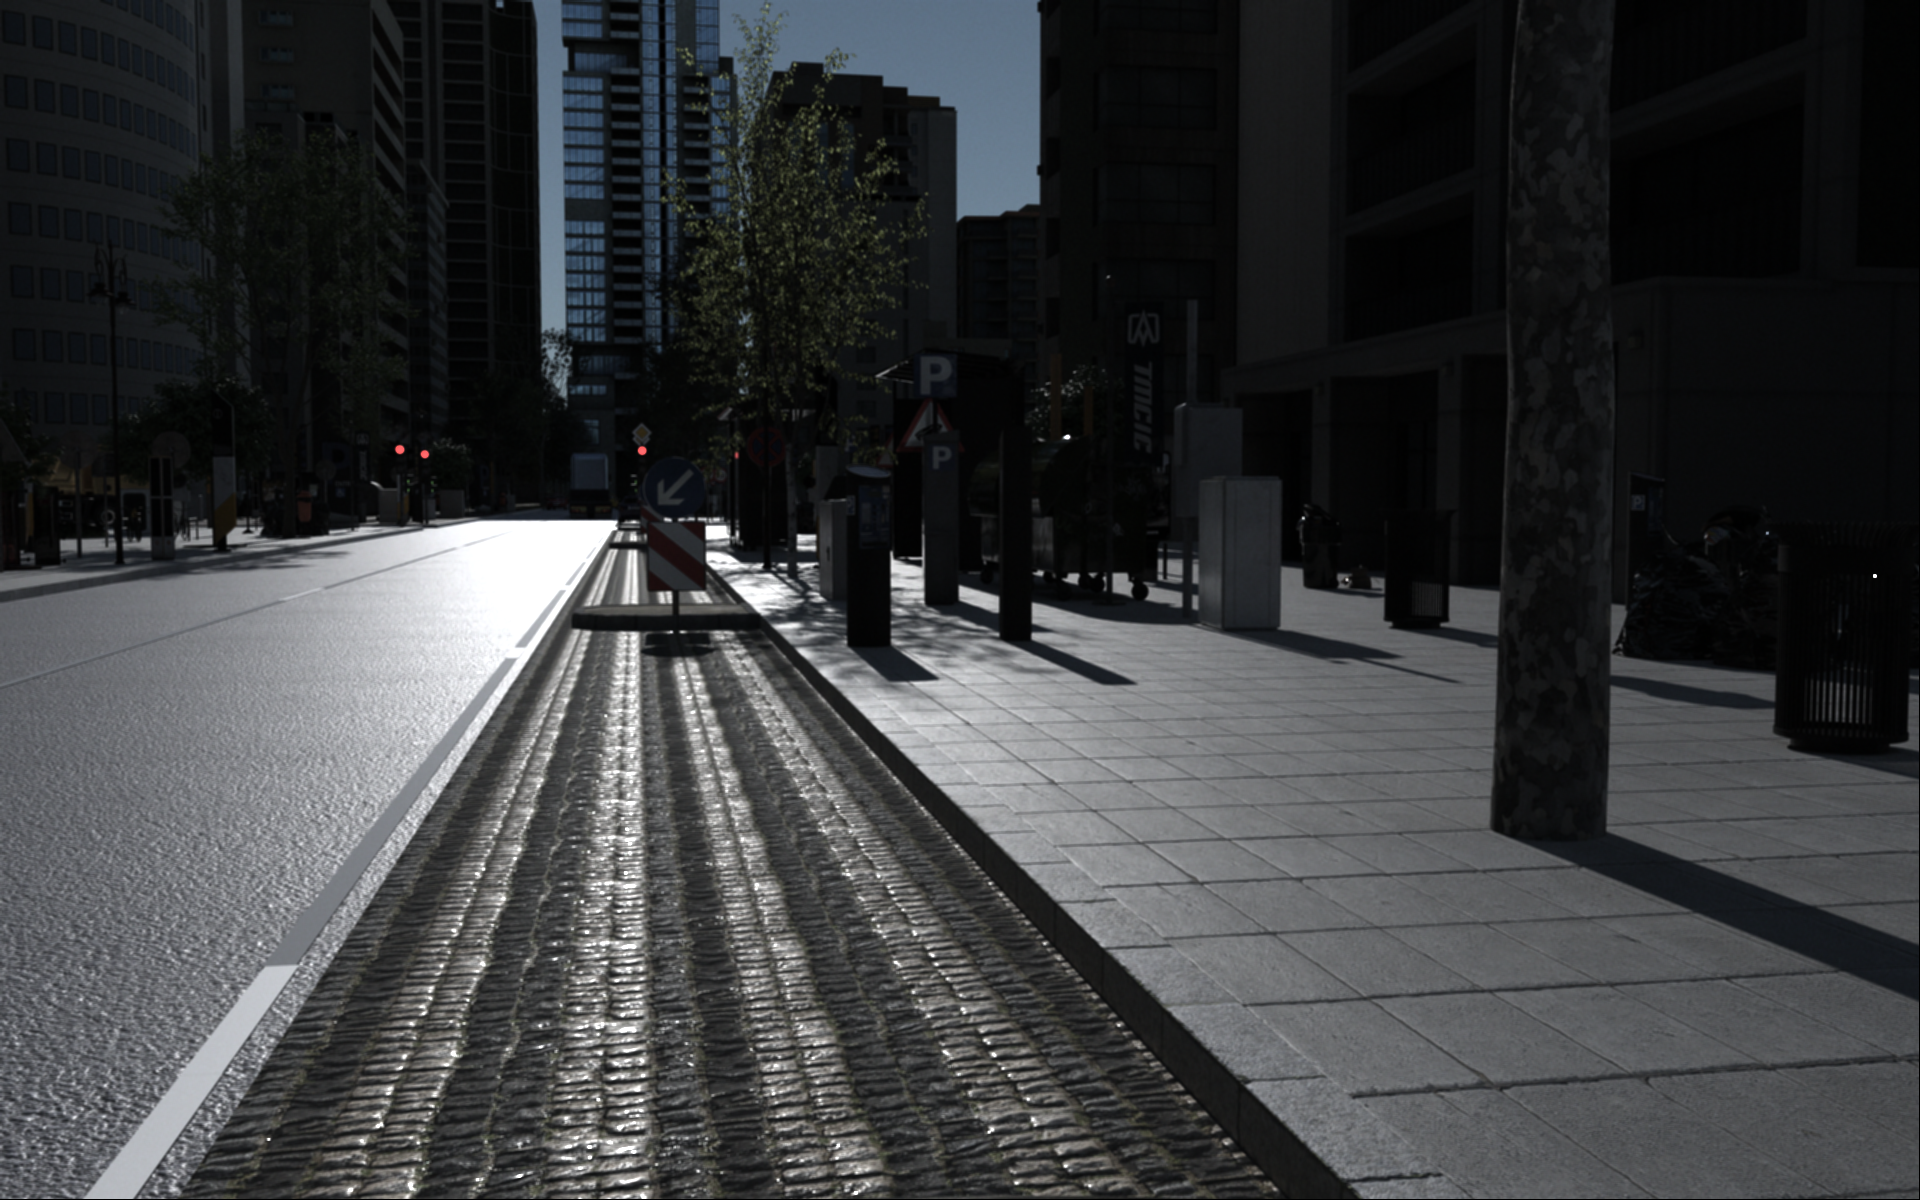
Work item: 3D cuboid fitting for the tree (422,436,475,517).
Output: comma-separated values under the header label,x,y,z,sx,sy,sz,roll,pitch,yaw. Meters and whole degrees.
label,x,y,z,sx,sy,sz,roll,pitch,yaw
tree,-28.969,-6.957,97.459,4.285,4.588,4.351,0,3,0

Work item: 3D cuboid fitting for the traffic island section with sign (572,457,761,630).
label,x,y,z,sx,sy,sz,roll,pitch,yaw
traffic island section with sign,-3.266,-0.642,19.129,1.989,1.847,2.006,-1,4,-11

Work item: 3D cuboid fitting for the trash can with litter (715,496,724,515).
label,x,y,z,sx,sy,sz,roll,pitch,yaw
trash can with litter,-14.414,-5.708,104.718,0.624,1.170,1.055,1,4,15

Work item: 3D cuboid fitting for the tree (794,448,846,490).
label,x,y,z,sx,sy,sz,roll,pitch,yaw
tree,-10.240,-8.447,121.828,4.285,4.588,4.351,0,3,0

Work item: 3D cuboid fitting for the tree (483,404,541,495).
label,x,y,z,sx,sy,sz,roll,pitch,yaw
tree,-34.548,-11.151,132.677,4.360,8.622,3.978,0,3,0

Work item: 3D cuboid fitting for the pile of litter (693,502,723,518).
label,x,y,z,sx,sy,sz,roll,pitch,yaw
pile of litter,-13.749,-4.909,94.226,1.719,0.858,1.176,2,4,33

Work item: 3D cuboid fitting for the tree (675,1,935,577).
label,x,y,z,sx,sy,sz,roll,pitch,yaw
tree,-2.544,-4.649,26.381,4.360,8.622,3.978,0,3,0

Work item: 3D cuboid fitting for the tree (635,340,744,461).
label,x,y,z,sx,sy,sz,roll,pitch,yaw
tree,-17.913,-11.566,114.860,9.928,11.665,9.643,0,3,0

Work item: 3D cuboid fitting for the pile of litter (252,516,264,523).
label,x,y,z,sx,sy,sz,roll,pitch,yaw
pile of litter,-30.954,-3.906,77.828,1.719,0.858,1.176,-1,4,-14

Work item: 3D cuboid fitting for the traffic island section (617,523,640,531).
label,x,y,z,sx,sy,sz,roll,pitch,yaw
traffic island section,-12.467,-2.811,68.239,2.009,0.180,2.903,-1,4,-11

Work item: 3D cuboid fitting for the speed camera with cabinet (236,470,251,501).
label,x,y,z,sx,sy,sz,roll,pitch,yaw
speed camera with cabinet,-43.071,-6.712,104.071,0.660,3.252,2.038,0,4,-4

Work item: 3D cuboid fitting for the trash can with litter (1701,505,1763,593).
label,x,y,z,sx,sy,sz,roll,pitch,yaw
trash can with litter,7.644,-0.372,17.477,0.624,1.170,1.055,0,4,2

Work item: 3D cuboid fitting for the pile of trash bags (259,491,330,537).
label,x,y,z,sx,sy,sz,roll,pitch,yaw
pile of trash bags,-20.411,-2.670,53.413,1.912,1.369,3.447,-2,4,-29

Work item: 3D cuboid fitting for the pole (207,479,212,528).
label,x,y,z,sx,sy,sz,roll,pitch,yaw
pole,-28.076,-4.339,64.780,0.158,3.312,0.155,0,3,0

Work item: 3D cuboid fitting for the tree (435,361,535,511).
label,x,y,z,sx,sy,sz,roll,pitch,yaw
tree,-33.765,-11.505,122.523,8.767,10.594,7.601,2,4,35

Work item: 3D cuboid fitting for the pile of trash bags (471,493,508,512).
label,x,y,z,sx,sy,sz,roll,pitch,yaw
pile of trash bags,-33.928,-7.141,126.502,1.912,1.369,3.447,-3,4,-36

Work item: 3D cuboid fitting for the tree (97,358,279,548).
label,x,y,z,sx,sy,sz,roll,pitch,yaw
tree,-18.145,-3.569,42.061,4.285,4.588,4.351,0,3,0

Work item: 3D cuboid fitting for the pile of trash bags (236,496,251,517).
label,x,y,z,sx,sy,sz,roll,pitch,yaw
pile of trash bags,-40.223,-5.278,96.048,1.912,1.369,3.447,1,4,10

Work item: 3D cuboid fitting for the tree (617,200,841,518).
label,x,y,z,sx,sy,sz,roll,pitch,yaw
tree,-7.480,-7.433,55.947,7.601,10.594,8.767,-1,4,-22

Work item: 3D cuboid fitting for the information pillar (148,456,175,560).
label,x,y,z,sx,sy,sz,roll,pitch,yaw
information pillar,-15.511,-1.783,33.650,0.304,2.012,0.304,1,4,17

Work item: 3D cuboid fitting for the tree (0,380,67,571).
label,x,y,z,sx,sy,sz,roll,pitch,yaw
tree,-16.050,-2.127,29.371,1.663,3.219,1.824,0,3,0

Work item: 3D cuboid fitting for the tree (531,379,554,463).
label,x,y,z,sx,sy,sz,roll,pitch,yaw
tree,-37.192,-13.298,143.176,9.928,11.665,9.643,0,3,0

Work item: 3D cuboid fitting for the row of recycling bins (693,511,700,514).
label,x,y,z,sx,sy,sz,roll,pitch,yaw
row of recycling bins,-17.637,-6.383,111.479,1.069,1.692,3.534,-2,4,-29

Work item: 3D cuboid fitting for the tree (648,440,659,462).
label,x,y,z,sx,sy,sz,roll,pitch,yaw
tree,-20.025,-10.522,122.401,4.360,8.622,3.978,0,3,0

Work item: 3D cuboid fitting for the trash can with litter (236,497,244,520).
label,x,y,z,sx,sy,sz,roll,pitch,yaw
trash can with litter,-36.315,-4.553,85.495,1.678,1.210,2.233,2,4,30

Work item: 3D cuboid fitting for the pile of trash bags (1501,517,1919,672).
label,x,y,z,sx,sy,sz,roll,pitch,yaw
pile of trash bags,5.748,-0.213,13.228,3.447,1.369,1.912,-1,4,-13

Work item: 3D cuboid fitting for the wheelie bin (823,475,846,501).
label,x,y,z,sx,sy,sz,roll,pitch,yaw
wheelie bin,-1.876,-1.281,28.851,0.980,1.594,0.693,3,5,40

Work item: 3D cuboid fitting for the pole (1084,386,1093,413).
label,x,y,z,sx,sy,sz,roll,pitch,yaw
pole,2.422,-2.381,32.771,0.158,3.312,0.155,0,3,0

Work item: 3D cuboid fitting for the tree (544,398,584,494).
label,x,y,z,sx,sy,sz,roll,pitch,yaw
tree,-50.369,-18.853,218.611,12.009,13.543,11.850,0,3,0

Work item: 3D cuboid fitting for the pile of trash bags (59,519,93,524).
label,x,y,z,sx,sy,sz,roll,pitch,yaw
pile of trash bags,-39.259,-3.976,74.762,3.447,1.369,1.912,1,4,10

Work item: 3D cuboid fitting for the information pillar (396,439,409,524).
label,x,y,z,sx,sy,sz,roll,pitch,yaw
information pillar,-23.695,-5.030,73.590,0.504,3.616,0.183,-3,5,-39

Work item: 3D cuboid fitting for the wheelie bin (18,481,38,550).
label,x,y,z,sx,sy,sz,roll,pitch,yaw
wheelie bin,-21.726,-1.972,40.156,0.980,1.594,0.693,-2,4,-31

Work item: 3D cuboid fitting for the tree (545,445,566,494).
label,x,y,z,sx,sy,sz,roll,pitch,yaw
tree,-47.765,-15.385,201.908,4.360,8.622,3.978,0,3,0

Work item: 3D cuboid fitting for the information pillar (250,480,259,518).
label,x,y,z,sx,sy,sz,roll,pitch,yaw
information pillar,-37.083,-5.295,91.068,0.304,2.012,0.304,-3,5,-43

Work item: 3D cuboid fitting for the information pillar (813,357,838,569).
label,x,y,z,sx,sy,sz,roll,pitch,yaw
information pillar,-2.305,-2.355,29.858,0.183,3.616,0.504,3,4,38

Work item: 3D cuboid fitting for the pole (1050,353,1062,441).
label,x,y,z,sx,sy,sz,roll,pitch,yaw
pole,1.394,-1.920,25.230,0.158,3.312,0.155,0,3,0

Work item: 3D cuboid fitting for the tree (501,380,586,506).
label,x,y,z,sx,sy,sz,roll,pitch,yaw
tree,-46.479,-17.462,192.154,9.857,13.997,8.962,0,3,0

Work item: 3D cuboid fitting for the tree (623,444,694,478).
label,x,y,z,sx,sy,sz,roll,pitch,yaw
tree,-36.650,-18.143,213.641,9.611,12.733,9.660,0,3,0

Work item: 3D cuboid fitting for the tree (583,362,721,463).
label,x,y,z,sx,sy,sz,roll,pitch,yaw
tree,-26.048,-14.873,153.546,12.009,13.543,11.850,0,3,0

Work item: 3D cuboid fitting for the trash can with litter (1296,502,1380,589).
label,x,y,z,sx,sy,sz,roll,pitch,yaw
trash can with litter,5.166,-0.753,23.691,1.055,1.170,0.624,0,4,1

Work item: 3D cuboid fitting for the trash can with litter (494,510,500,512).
label,x,y,z,sx,sy,sz,roll,pitch,yaw
trash can with litter,-32.888,-6.756,121.514,2.233,1.210,1.678,-3,5,-43

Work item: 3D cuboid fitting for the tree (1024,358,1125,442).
label,x,y,z,sx,sy,sz,roll,pitch,yaw
tree,3.167,-3.562,41.951,4.285,4.588,4.351,0,3,0

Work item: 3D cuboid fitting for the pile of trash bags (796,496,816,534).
label,x,y,z,sx,sy,sz,roll,pitch,yaw
pile of trash bags,-5.655,-2.835,56.109,1.912,1.369,3.447,0,4,6

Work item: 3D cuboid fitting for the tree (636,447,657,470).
label,x,y,z,sx,sy,sz,roll,pitch,yaw
tree,-29.316,-13.371,168.979,4.737,8.622,4.395,0,3,0

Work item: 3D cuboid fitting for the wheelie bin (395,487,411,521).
label,x,y,z,sx,sy,sz,roll,pitch,yaw
wheelie bin,-26.655,-4.568,82.601,0.980,1.594,0.693,2,4,27

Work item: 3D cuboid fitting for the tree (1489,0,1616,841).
label,x,y,z,sx,sy,sz,roll,pitch,yaw
tree,2.965,-9.259,7.278,12.611,20.169,13.585,0,3,0

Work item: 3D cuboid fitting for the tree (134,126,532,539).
label,x,y,z,sx,sy,sz,roll,pitch,yaw
tree,-19.243,-7.560,49.360,9.928,11.665,9.643,0,3,0

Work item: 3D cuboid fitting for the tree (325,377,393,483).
label,x,y,z,sx,sy,sz,roll,pitch,yaw
tree,-35.181,-9.284,102.157,4.737,8.622,4.395,0,3,0

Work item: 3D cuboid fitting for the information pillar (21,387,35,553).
label,x,y,z,sx,sy,sz,roll,pitch,yaw
information pillar,-20.347,-2.841,37.807,0.183,3.616,0.504,-3,4,-38

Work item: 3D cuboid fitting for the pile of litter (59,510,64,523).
label,x,y,z,sx,sy,sz,roll,pitch,yaw
pile of litter,-30.304,-2.724,58.506,1.176,0.858,1.719,-1,4,-23

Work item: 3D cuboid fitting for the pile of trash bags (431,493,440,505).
label,x,y,z,sx,sy,sz,roll,pitch,yaw
pile of trash bags,-40.171,-7.411,130.927,3.447,1.369,1.912,3,5,41

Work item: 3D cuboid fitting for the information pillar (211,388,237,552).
label,x,y,z,sx,sy,sz,roll,pitch,yaw
information pillar,-16.351,-2.881,38.457,0.504,3.616,0.183,0,4,6
